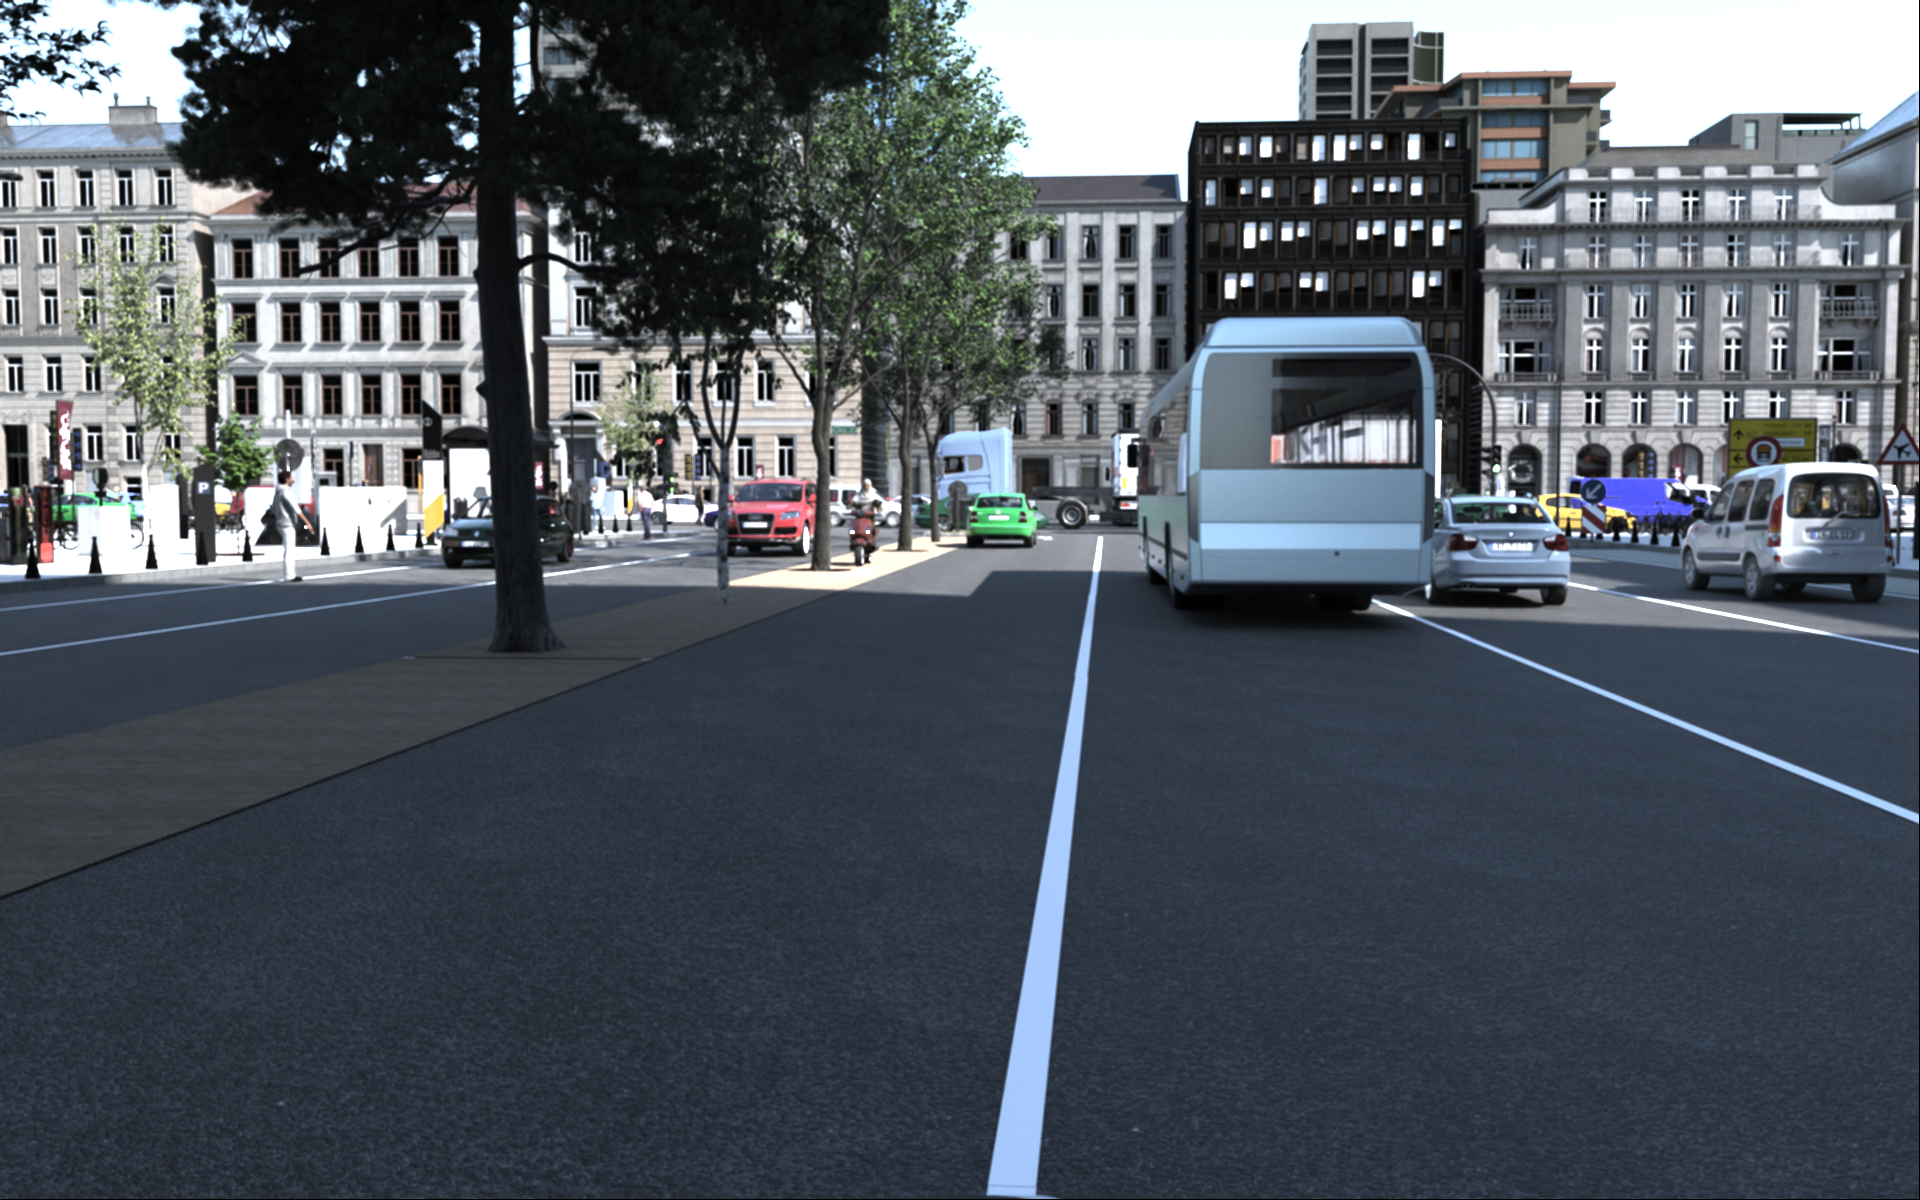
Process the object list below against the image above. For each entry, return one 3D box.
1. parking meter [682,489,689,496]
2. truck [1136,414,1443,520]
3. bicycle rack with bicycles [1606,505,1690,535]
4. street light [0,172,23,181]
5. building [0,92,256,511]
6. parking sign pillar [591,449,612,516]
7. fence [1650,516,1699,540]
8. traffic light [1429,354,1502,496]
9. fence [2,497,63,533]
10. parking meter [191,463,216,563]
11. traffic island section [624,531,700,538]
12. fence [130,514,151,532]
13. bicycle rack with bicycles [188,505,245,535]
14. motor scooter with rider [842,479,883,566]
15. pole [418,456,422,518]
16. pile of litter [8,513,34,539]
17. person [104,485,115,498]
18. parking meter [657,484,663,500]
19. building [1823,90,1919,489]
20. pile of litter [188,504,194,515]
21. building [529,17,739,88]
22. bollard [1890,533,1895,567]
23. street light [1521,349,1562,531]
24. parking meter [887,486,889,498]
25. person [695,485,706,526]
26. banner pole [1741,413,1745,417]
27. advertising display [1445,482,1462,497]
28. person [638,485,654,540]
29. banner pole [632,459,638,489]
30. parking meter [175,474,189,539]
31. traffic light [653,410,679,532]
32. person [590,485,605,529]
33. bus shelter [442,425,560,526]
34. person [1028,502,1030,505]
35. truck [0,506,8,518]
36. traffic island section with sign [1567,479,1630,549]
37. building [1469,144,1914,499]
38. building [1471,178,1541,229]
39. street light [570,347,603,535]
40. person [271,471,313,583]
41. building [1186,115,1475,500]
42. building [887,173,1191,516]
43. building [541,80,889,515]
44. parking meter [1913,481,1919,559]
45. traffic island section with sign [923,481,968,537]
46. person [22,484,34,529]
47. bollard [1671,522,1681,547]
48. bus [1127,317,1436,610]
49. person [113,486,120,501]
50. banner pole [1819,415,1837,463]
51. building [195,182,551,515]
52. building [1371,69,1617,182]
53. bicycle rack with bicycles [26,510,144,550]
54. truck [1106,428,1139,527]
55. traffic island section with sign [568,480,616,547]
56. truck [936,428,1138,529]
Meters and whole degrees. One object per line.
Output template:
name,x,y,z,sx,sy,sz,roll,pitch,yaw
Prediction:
parking meter,-15.057,-5.303,95.110,0.372,1.533,0.369,0,3,0
truck,11.301,-4.474,62.060,11.283,4.237,2.839,0,4,6
bicycle rack with bicycles,22.081,-2.519,54.572,2.852,0.926,2.925,-1,4,-21
street light,-14.191,-3.217,25.146,1.470,5.913,1.316,0,4,5
building,-58.885,-19.362,113.834,25.104,27.353,12.463,0,4,5
parking sign pillar,-21.363,-7.045,103.663,1.447,3.967,1.447,1,4,20
fence,19.679,-1.960,47.413,0.278,0.683,2.069,-1,4,-15
traffic light,15.110,-4.973,55.976,4.771,5.953,1.251,0,4,5
fence,-31.007,-2.849,57.786,2.264,1.192,0.480,1,4,11
parking meter,-14.136,-1.630,32.364,0.399,1.863,0.255,-1,4,-22
traffic island section,-9.953,-2.206,58.352,2.009,0.180,2.903,0,4,5
fence,-24.479,-2.248,52.125,0.278,0.683,2.069,2,4,27
bicycle rack with bicycles,-23.991,-2.588,55.702,2.925,0.926,2.852,0,4,3
motor scooter with rider,-1.969,-1.582,34.831,0.876,1.779,1.986,0,4,3
pole,-28.723,-6.012,92.138,0.158,3.312,0.155,0,3,0
pile of litter,-24.859,-1.899,45.018,1.176,0.858,1.719,2,4,25
person,-38.629,-4.292,78.537,0.638,1.841,0.748,-2,4,-35
parking meter,-17.078,-5.691,98.761,0.255,1.863,0.399,3,4,36
building,66.944,-18.736,103.603,25.104,27.353,12.463,0,4,5
pile of litter,-43.223,-5.022,96.076,1.176,0.858,1.719,2,4,28
building,-27.522,-44.422,164.557,20.563,71.187,20.611,0,4,5
bollard,16.477,-0.898,30.724,0.229,0.601,0.229,0,3,0
street light,18.687,-5.081,55.623,1.470,5.913,1.316,0,4,5
parking meter,-5.395,-7.671,131.127,0.255,1.863,0.399,1,4,11
person,-11.734,-4.275,78.306,0.656,1.842,0.836,1,4,18
banner pole,24.361,-3.879,53.440,0.863,3.779,0.401,1,4,21
advertising display,26.027,-5.271,91.397,0.123,1.923,0.974,-3,4,-36
person,-9.835,-2.720,53.909,0.436,1.711,0.756,2,4,34
banner pole,-19.657,-6.957,103.770,0.863,3.779,0.401,1,4,21
parking meter,-22.341,-2.693,49.743,0.255,1.863,0.399,-2,4,-35
traffic light,-9.914,-4.238,58.214,0.839,4.253,0.868,0,4,5
person,-14.828,-3.792,70.757,0.793,1.790,0.793,3,4,37
bus shelter,-14.212,-3.649,53.591,2.014,3.302,5.546,0,4,5
person,2.691,-3.210,66.481,0.738,1.151,1.012,1,4,15
truck,-47.615,-4.892,69.745,18.799,4.110,2.967,0,4,3
traffic island section with sign,16.364,-2.264,45.639,1.989,1.847,2.006,0,4,5
building,42.425,-16.130,105.525,24.055,21.916,13.314,0,4,5
building,50.406,-23.902,162.506,14.160,30.474,14.107,0,4,5
street light,-11.722,-5.025,54.699,1.470,5.913,1.316,0,4,5
person,-10.852,-1.193,28.156,0.875,1.805,0.789,3,5,45
building,22.131,-16.925,106.404,15.834,23.373,12.332,0,4,5
building,4.920,-15.828,107.939,18.267,20.994,9.793,0,4,5
building,-15.167,-19.910,111.425,20.117,28.700,13.634,0,4,5
parking meter,19.055,-1.578,34.208,0.372,1.533,0.369,0,3,0
traffic island section with sign,-0.132,-3.035,57.758,2.006,1.907,1.989,0,4,5
person,-36.087,-3.567,66.949,0.598,1.807,0.434,1,4,17
bollard,17.450,-1.601,42.214,0.229,0.601,0.229,0,3,0
bus,4.053,-1.821,24.638,2.948,3.499,13.247,0,4,3
person,-41.043,-4.620,84.223,0.728,1.800,0.709,-1,4,-20
banner pole,27.567,-3.977,55.042,0.401,3.779,0.863,-1,4,-15
building,-35.883,-16.842,111.516,21.152,22.565,11.583,0,4,5
building,55.286,-32.351,183.562,22.147,44.769,28.867,0,4,5
bicycle rack with bicycles,-20.505,-1.587,39.331,2.925,0.926,2.852,2,4,25
truck,8.219,-5.514,79.075,2.839,4.237,11.283,0,4,3
traffic island section with sign,-10.538,-2.376,47.479,1.989,1.847,2.006,0,4,5
truck,7.688,-4.932,70.391,18.799,4.110,2.967,0,4,6
